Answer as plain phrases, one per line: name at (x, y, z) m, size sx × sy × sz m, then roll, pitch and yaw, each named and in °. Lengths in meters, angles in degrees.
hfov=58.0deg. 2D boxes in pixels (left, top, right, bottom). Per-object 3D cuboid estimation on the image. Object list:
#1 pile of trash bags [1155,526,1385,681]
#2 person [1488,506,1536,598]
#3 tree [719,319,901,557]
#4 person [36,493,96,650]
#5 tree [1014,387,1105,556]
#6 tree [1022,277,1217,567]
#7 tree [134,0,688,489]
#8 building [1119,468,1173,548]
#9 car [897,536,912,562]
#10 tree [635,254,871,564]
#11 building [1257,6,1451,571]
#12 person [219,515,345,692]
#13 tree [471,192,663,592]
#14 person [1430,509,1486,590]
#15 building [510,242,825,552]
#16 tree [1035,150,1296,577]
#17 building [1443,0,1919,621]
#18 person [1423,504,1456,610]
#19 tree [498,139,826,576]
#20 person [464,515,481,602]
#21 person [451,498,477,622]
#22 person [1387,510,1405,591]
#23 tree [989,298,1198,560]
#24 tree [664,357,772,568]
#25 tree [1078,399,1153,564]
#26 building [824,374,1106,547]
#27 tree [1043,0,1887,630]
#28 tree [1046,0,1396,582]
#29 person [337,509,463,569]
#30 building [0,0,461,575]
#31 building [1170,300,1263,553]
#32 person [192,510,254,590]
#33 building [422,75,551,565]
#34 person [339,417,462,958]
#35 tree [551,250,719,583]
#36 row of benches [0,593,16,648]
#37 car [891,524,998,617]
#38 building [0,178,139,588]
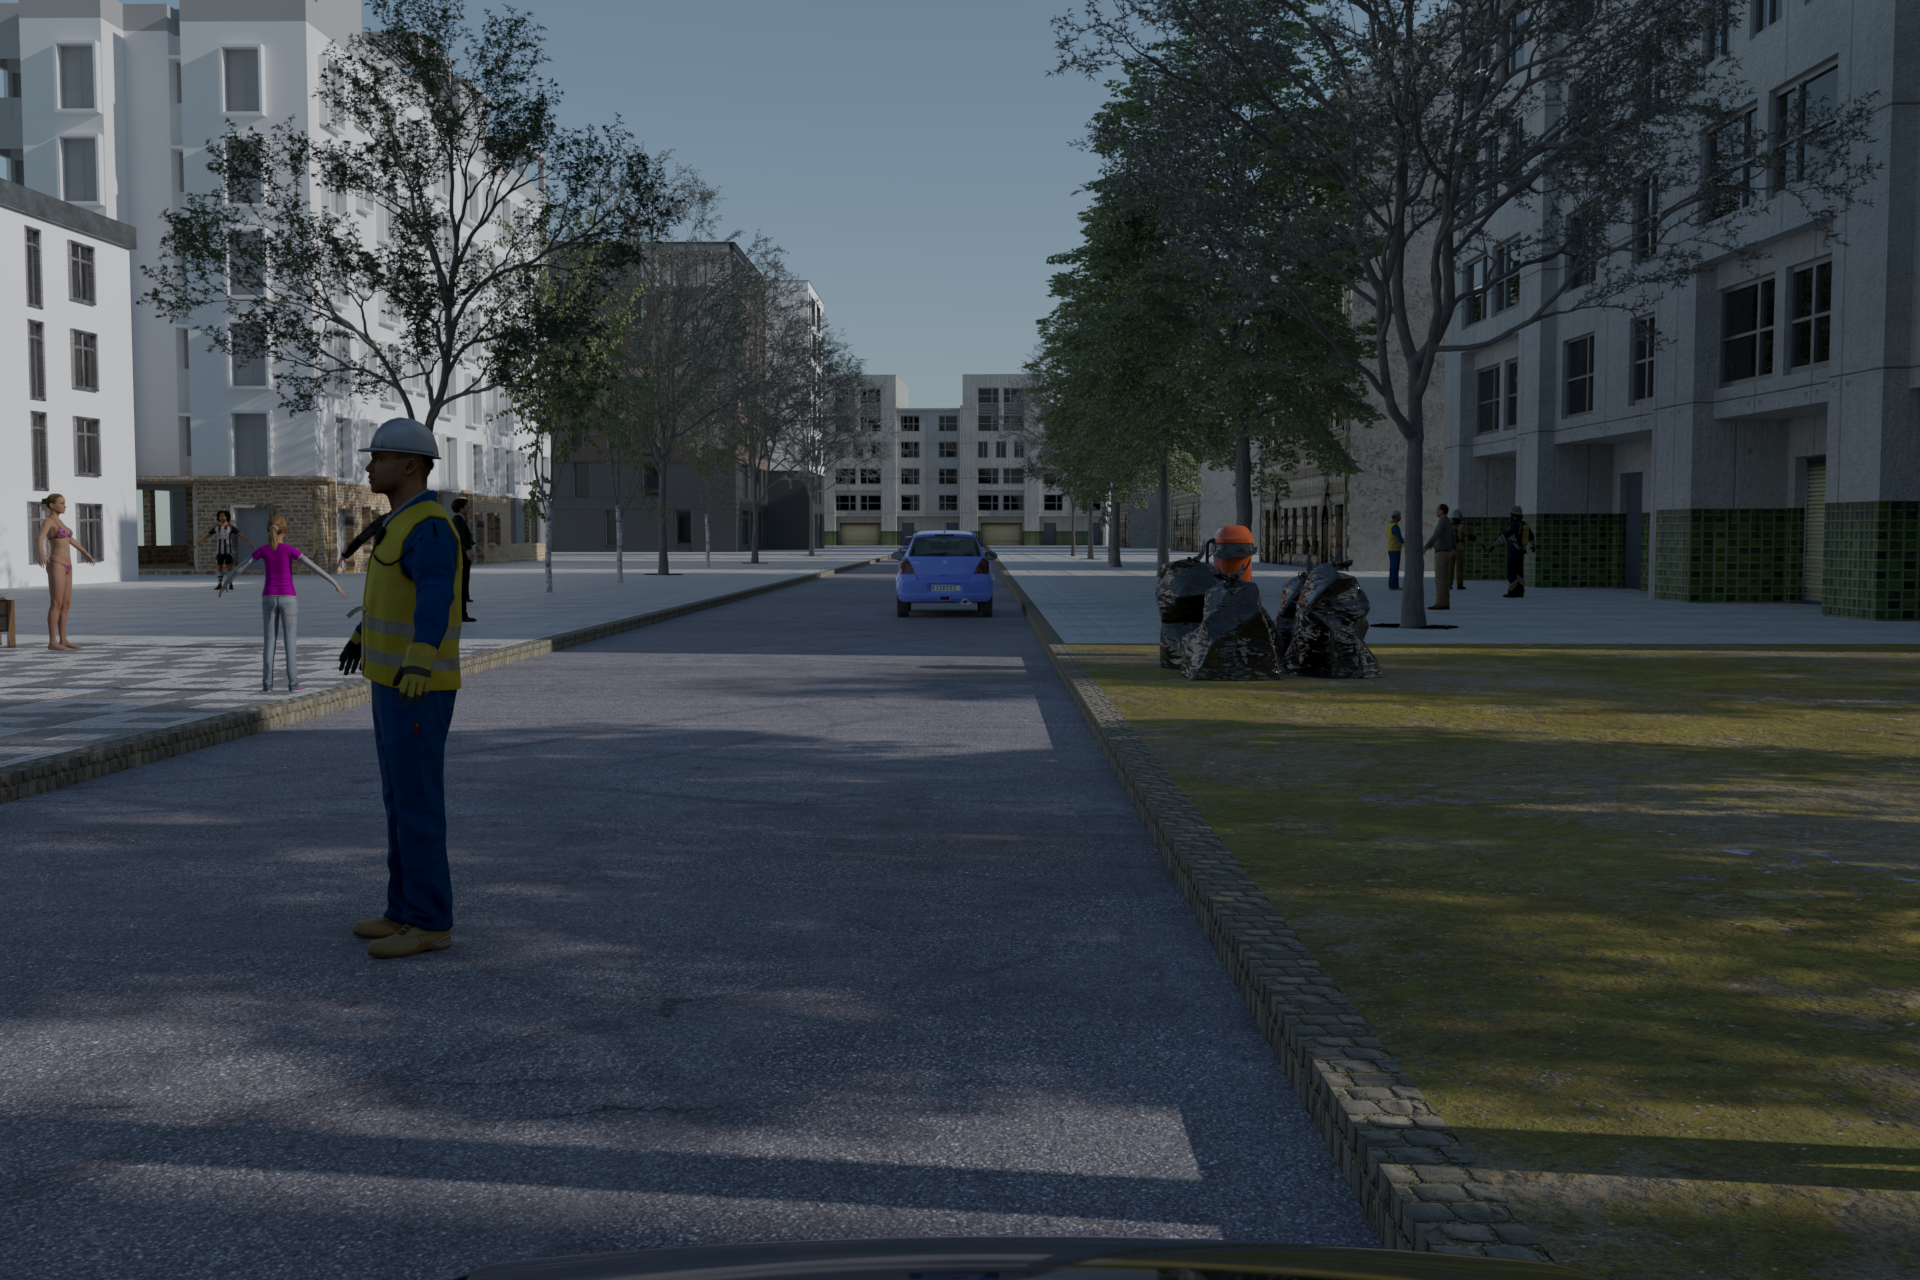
pile of trash bags at (2.838, -0.429, 16.768) m, size 1.912 × 1.369 × 3.447 m, roll 0°, pitch 4°, yaw -1°
person at (11.213, -1.787, 34.996) m, size 1.354 × 1.856 × 0.705 m, roll -2°, pitch 4°, yaw -32°
tree at (-8.444, -11.518, 98.693) m, size 12.009 × 13.543 × 11.850 m, roll 0°, pitch 3°, yaw 0°
person at (-9.939, -0.762, 19.254) m, size 0.721 × 1.733 × 1.217 m, roll 0°, pitch 4°, yaw -3°
tree at (6.778, -10.103, 99.591) m, size 7.601 × 10.594 × 8.767 m, roll -3°, pitch 5°, yaw -43°
tree at (6.163, -9.060, 66.254) m, size 7.486 × 12.596 × 7.792 m, roll 0°, pitch 3°, yaw 0°
tree at (-9.069, -5.768, 28.715) m, size 8.767 × 10.594 × 7.601 m, roll -2°, pitch 4°, yaw -27°
building at (24.861, -20.608, 167.863) m, size 19.493 × 23.208 × 18.063 m, roll 0°, pitch 4°, yaw 0°
car at (-2.239, -4.657, 88.727) m, size 1.945 × 1.354 × 3.894 m, roll 0°, pitch 4°, yaw 1°
tree at (-8.765, -10.060, 74.848) m, size 12.009 × 13.543 × 11.850 m, roll 0°, pitch 3°, yaw 0°
building at (22.558, -14.476, 67.611) m, size 19.493 × 23.208 × 18.063 m, roll 0°, pitch 4°, yaw 1°
person at (-5.551, -0.299, 14.162) m, size 0.991 × 1.433 × 0.599 m, roll 0°, pitch 4°, yaw -7°
tree at (-8.943, -5.375, 38.250) m, size 4.737 × 8.622 × 4.395 m, roll 0°, pitch 3°, yaw 0°
person at (11.507, -2.103, 40.145) m, size 1.354 × 1.858 × 0.705 m, roll 3°, pitch 4°, yaw 37°
building at (-26.116, -17.960, 137.614) m, size 27.936 × 21.610 × 32.646 m, roll 0°, pitch 4°, yaw 0°
tree at (6.109, -8.149, 51.361) m, size 7.486 × 12.596 × 7.792 m, roll 0°, pitch 3°, yaw 0°
building at (21.982, -10.204, 33.286) m, size 16.747 × 18.905 × 31.486 m, roll 0°, pitch 4°, yaw 1°
person at (8.153, -1.413, 29.380) m, size 0.705 × 1.796 × 1.348 m, roll 3°, pitch 4°, yaw 37°
tree at (-9.345, -8.782, 53.957) m, size 12.009 × 13.543 × 11.850 m, roll 0°, pitch 3°, yaw 0°
person at (-9.310, -1.593, 32.759) m, size 0.721 × 1.740 × 1.216 m, roll -2°, pitch 4°, yaw -33°
person at (-7.268, -1.172, 25.353) m, size 0.705 × 1.806 × 1.347 m, roll -1°, pitch 4°, yaw -20°
person at (9.934, -2.046, 39.428) m, size 0.705 × 1.833 × 1.349 m, roll 0°, pitch 4°, yaw 0°
tree at (6.541, -10.798, 86.916) m, size 12.009 × 13.543 × 11.850 m, roll 0°, pitch 3°, yaw 0°
tree at (-9.742, -7.086, 66.215) m, size 4.360 × 8.622 × 3.978 m, roll 0°, pitch 3°, yaw 0°
tree at (6.591, -7.548, 73.768) m, size 4.737 × 8.622 × 4.395 m, roll 0°, pitch 3°, yaw 0°
building at (0.700, -20.149, 198.355) m, size 31.486 × 18.905 × 16.747 m, roll 0°, pitch 4°, yaw 3°
tree at (6.090, -6.898, 23.156) m, size 12.009 × 13.543 × 11.850 m, roll 0°, pitch 3°, yaw 0°
tree at (5.406, -7.139, 34.851) m, size 7.486 × 12.596 × 7.792 m, roll 0°, pitch 3°, yaw 0°
person at (-6.271, -0.823, 19.389) m, size 1.347 × 1.837 × 0.705 m, roll -1°, pitch 4°, yaw -14°
building at (-24.960, -12.208, 56.025) m, size 16.016 × 20.090 × 11.380 m, roll 0°, pitch 4°, yaw 0°
building at (25.648, -18.052, 126.072) m, size 19.493 × 23.208 × 18.063 m, roll 0°, pitch 4°, yaw 1°
person at (-16.920, -2.059, 39.810) m, size 1.345 × 1.843 × 0.704 m, roll 0°, pitch 4°, yaw -7°
building at (-25.378, -13.245, 72.970) m, size 16.016 × 20.090 × 11.380 m, roll 0°, pitch 3°, yaw 0°
person at (-1.941, 0.148, 6.011) m, size 0.705 × 1.833 × 1.349 m, roll -2°, pitch 4°, yaw -27°
tree at (-9.119, -5.808, 45.325) m, size 4.360 × 8.622 × 3.978 m, roll 0°, pitch 3°, yaw 0°
row of benches at (-12.259, -0.187, 18.521) m, size 4.104 × 0.672 × 1.422 m, roll -3°, pitch 5°, yaw -43°
car at (-0.281, -1.321, 31.188) m, size 1.945 × 1.707 × 3.694 m, roll 0°, pitch 4°, yaw -1°
building at (-23.388, -5.594, 33.614) m, size 9.099 × 9.664 × 28.070 m, roll 0°, pitch 4°, yaw 0°
